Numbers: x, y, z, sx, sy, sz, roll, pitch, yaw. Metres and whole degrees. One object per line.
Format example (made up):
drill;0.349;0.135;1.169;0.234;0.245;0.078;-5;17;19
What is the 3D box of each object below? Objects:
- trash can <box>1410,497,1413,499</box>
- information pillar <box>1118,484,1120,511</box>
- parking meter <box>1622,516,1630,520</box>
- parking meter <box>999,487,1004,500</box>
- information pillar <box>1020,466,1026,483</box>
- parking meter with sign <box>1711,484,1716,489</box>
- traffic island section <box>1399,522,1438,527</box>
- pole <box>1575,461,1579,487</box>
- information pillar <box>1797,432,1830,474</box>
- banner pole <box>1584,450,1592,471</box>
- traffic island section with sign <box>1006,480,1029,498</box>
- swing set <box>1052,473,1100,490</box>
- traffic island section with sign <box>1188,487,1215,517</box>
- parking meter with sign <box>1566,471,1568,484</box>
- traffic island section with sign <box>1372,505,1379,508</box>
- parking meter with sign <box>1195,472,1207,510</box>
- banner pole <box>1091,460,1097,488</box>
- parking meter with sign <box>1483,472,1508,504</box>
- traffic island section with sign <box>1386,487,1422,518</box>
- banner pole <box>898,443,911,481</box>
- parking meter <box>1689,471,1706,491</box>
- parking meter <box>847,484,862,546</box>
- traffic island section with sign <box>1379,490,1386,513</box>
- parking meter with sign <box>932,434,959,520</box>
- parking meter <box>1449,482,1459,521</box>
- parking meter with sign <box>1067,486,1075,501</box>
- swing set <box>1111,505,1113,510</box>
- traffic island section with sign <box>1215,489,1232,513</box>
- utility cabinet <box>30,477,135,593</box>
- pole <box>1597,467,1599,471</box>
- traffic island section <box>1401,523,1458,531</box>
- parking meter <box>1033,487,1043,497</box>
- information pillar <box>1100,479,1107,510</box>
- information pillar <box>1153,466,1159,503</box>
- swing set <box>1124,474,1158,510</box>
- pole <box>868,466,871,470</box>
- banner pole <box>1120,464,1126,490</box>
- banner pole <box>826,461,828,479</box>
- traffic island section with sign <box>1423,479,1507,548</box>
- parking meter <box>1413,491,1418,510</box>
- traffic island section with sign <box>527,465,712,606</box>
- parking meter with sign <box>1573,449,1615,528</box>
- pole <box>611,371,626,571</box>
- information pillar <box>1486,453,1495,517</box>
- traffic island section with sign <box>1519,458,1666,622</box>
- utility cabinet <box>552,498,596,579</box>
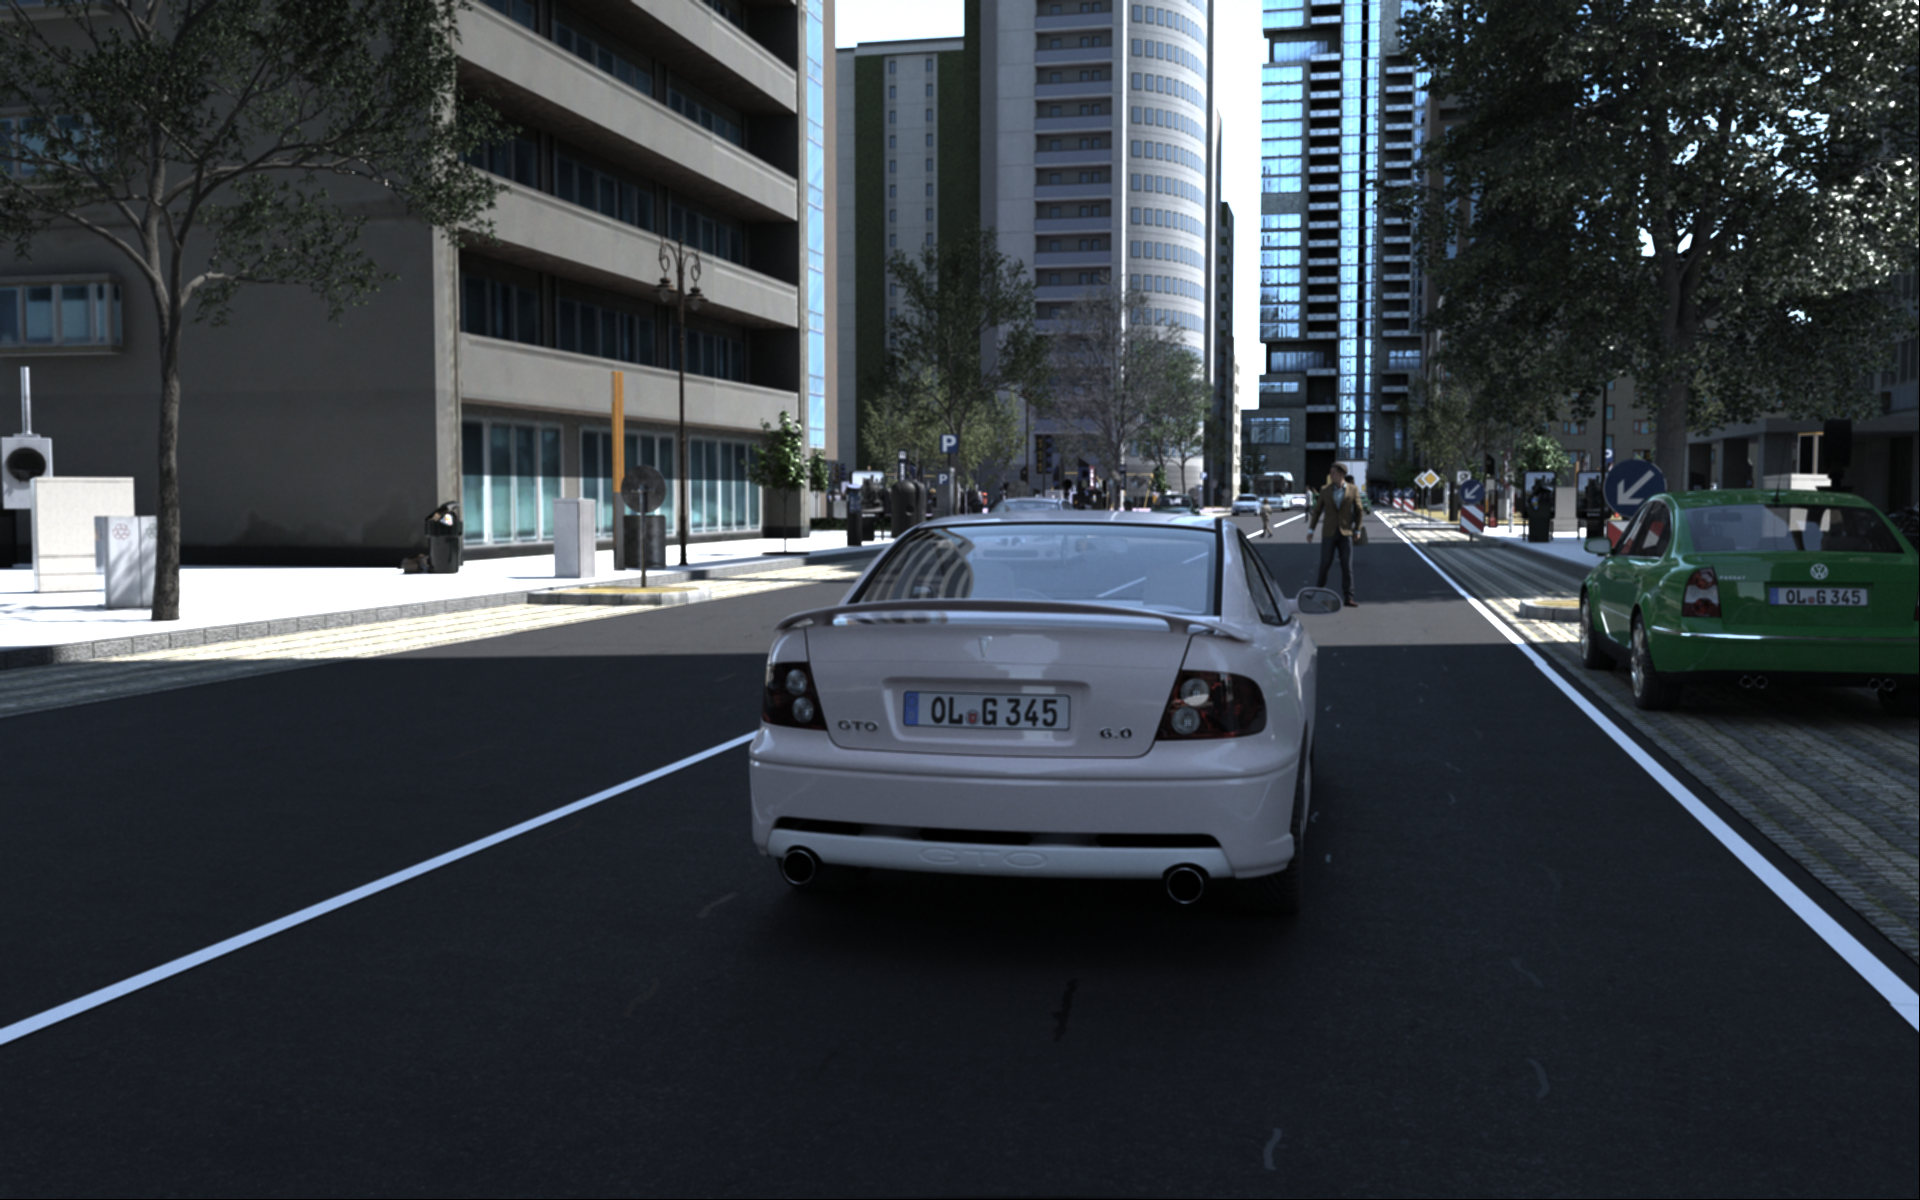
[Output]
trash can;38.490;-8.275;146.947;0.748;1.137;0.748;0;3;0
information pillar;9.824;-6.331;108.001;0.304;2.012;0.304;0;4;-4
parking meter;30.309;-4.302;78.746;0.372;1.533;0.369;0;3;0
parking meter;3.371;-8.157;139.085;0.255;1.863;0.399;-3;5;-39
information pillar;5.176;-9.184;141.517;0.504;3.616;0.183;0;4;-3
parking meter with sign;54.741;-7.957;126.353;1.738;3.016;0.543;3;5;44
traffic island section;20.435;-3.317;76.512;2.009;0.180;2.903;1;4;13
pole;38.403;-6.974;107.870;0.158;3.312;0.155;0;3;0
information pillar;10.265;-0.997;20.792;0.304;2.012;0.304;-1;4;-14
banner pole;35.380;-6.578;97.574;0.401;3.779;0.863;-1;4;-14
traffic island section with sign;1.601;-2.488;49.312;1.989;1.847;2.006;1;4;13
swing set;8.438;-7.915;127.025;3.119;2.851;2.862;1;4;21
traffic island section with sign;13.994;-5.810;103.618;1.989;1.847;2.006;1;4;13
parking meter with sign;47.520;-8.370;133.112;1.738;3.016;0.543;1;4;22
traffic island section with sign;43.379;-10.290;176.868;1.989;1.847;2.006;1;4;13
parking meter with sign;19.328;-8.786;139.905;0.543;3.016;1.738;-1;4;-17
banner pole;10.000;-8.494;128.894;0.401;3.779;0.863;3;5;40
parking meter with sign;34.324;-7.056;111.631;1.738;3.016;0.543;2;4;25
traffic island section with sign;26.274;-5.710;101.993;1.989;1.847;2.006;1;4;13
banner pole;-2.687;-5.809;84.987;0.863;3.779;0.401;-2;4;-31
parking meter;18.883;-2.364;44.364;0.399;1.863;0.255;1;4;20
parking meter;-2.611;-2.101;42.757;0.372;1.533;0.369;0;3;0
traffic island section with sign;32.262;-7.318;128.277;1.989;1.847;2.006;1;4;13
parking meter with sign;-0.448;-3.264;49.624;0.543;3.016;1.738;1;4;9
parking meter;23.177;-4.621;81.270;0.399;1.863;0.255;-2;4;-29
parking meter with sign;9.919;-9.679;154.513;1.738;3.016;0.543;1;4;18
swing set;10.285;-8.420;135.288;2.862;2.851;3.119;1;4;16
traffic island section with sign;20.034;-7.422;129.978;1.989;1.847;2.006;1;4;13
utility cabinet;-11.459;-0.854;22.649;1.173;1.500;0.318;-3;5;-40
pole;48.538;-8.438;131.804;0.158;3.312;0.155;0;3;0
traffic island section;18.657;-2.841;68.727;2.009;0.180;2.903;1;4;13
parking meter;2.987;-3.545;66.376;0.372;1.533;0.369;0;3;0
information pillar;7.175;-5.021;86.587;0.304;2.012;0.304;-1;4;-13
information pillar;15.950;-9.145;140.871;0.504;3.616;0.183;0;4;-4
swing set;13.683;-8.444;135.682;3.119;2.851;2.862;2;4;33
pole;-6.609;-8.092;126.146;0.158;3.312;0.155;0;3;0
banner pole;11.764;-8.372;126.892;0.863;3.779;0.401;0;4;-3
banner pole;-10.088;-8.645;131.365;0.401;3.779;0.863;0;4;-3
traffic island section with sign;13.643;-2.329;46.701;1.989;1.847;2.006;1;4;13
parking meter;36.783;-8.036;139.795;0.372;1.533;0.369;0;3;0
traffic island section with sign;-4.404;-0.881;23.032;1.989;1.847;2.006;1;4;13
parking meter with sign;24.186;-4.264;65.975;1.738;3.016;0.543;-3;4;-37
pole;-5.703;-2.145;28.907;0.158;3.312;0.155;0;3;0
information pillar;29.778;-6.483;97.357;0.504;3.616;0.183;0;4;1
traffic island section with sign;7.554;-0.696;20.011;1.989;1.847;2.006;1;4;13
utility cabinet;-5.909;-0.943;26.574;0.306;1.237;1.020;-2;4;-35
